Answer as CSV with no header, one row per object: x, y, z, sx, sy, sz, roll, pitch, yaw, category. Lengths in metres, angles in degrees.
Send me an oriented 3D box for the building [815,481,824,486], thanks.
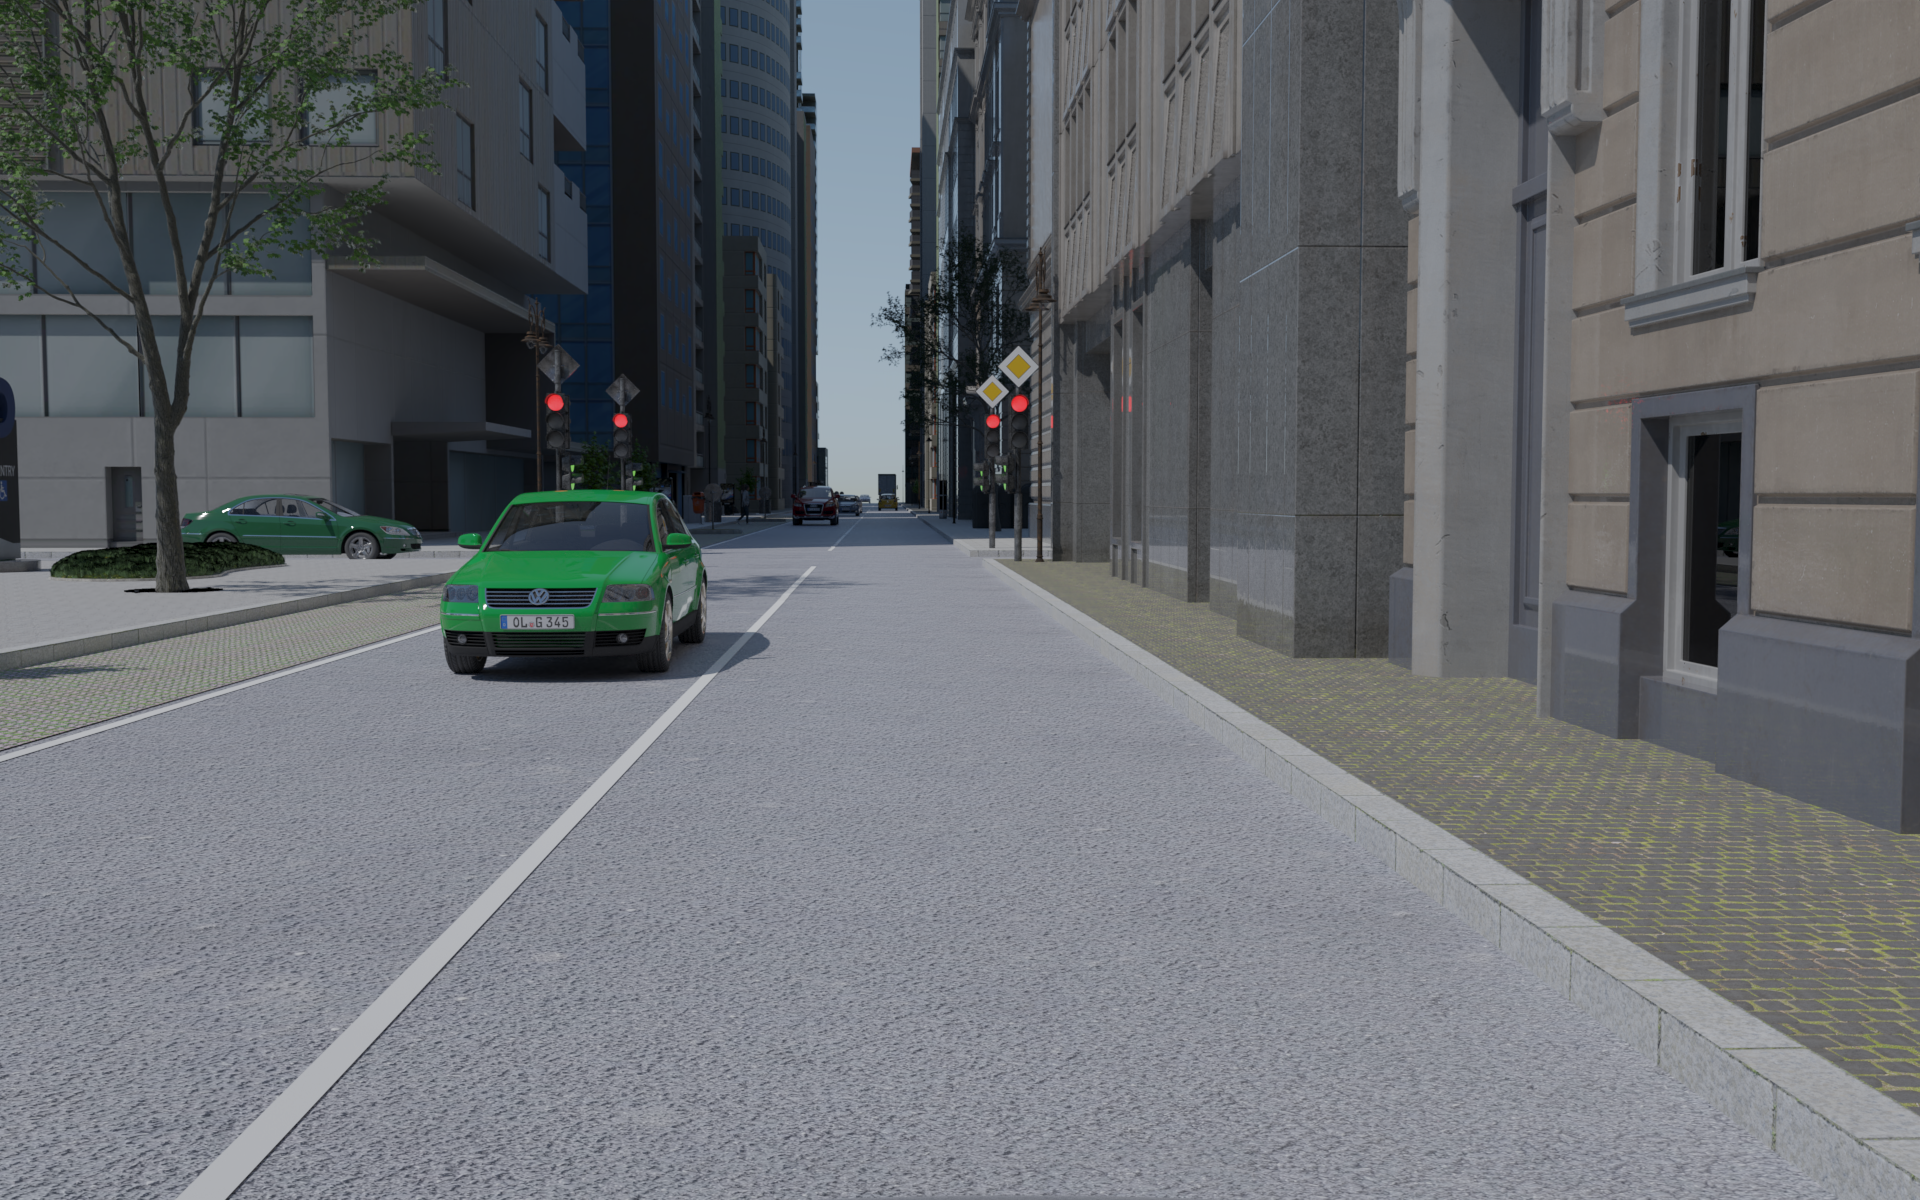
-34.076,-32.560,224.244,32.217,40.220,23.993,0,4,-2,building

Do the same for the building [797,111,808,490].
-23.178,-30.319,179.309,14.154,41.232,14.086,0,4,-2,building

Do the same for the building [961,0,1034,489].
7.297,-17.702,75.338,13.634,28.700,20.117,0,4,-2,building

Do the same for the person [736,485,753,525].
-10.093,-4.442,80.977,0.795,1.843,0.661,0,4,1,person

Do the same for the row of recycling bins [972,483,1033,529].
2.186,-3.510,64.497,3.534,1.692,1.069,1,4,10,row of recycling bins

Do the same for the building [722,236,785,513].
-27.943,-17.432,130.047,27.650,21.520,28.899,0,4,-2,building

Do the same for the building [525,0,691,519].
-20.315,-26.352,80.963,14.600,45.320,14.200,0,4,-2,building

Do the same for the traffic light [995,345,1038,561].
1.088,-2.690,32.909,0.839,4.253,0.868,0,4,-2,traffic light

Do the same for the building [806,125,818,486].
-24.283,-33.965,205.432,14.600,45.320,14.200,0,4,-2,building

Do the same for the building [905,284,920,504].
-0.597,-28.522,238.036,14.160,30.474,14.107,0,4,-2,building

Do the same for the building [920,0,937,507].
6.396,-38.870,177.522,21.231,58.520,28.212,0,4,-2,building

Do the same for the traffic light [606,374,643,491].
-7.860,-3.155,40.500,0.839,4.253,0.868,0,4,-2,traffic light

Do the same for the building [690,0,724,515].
-21.780,-25.661,103.146,14.154,41.232,14.086,0,4,-2,building

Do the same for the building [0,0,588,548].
-26.660,-28.281,51.642,28.713,52.752,27.495,0,4,-2,building

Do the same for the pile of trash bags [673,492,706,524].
-12.412,-3.906,73.617,3.447,1.369,1.912,1,4,13,pile of trash bags

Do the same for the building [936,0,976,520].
4.622,-19.751,100.424,11.434,29.767,29.804,0,4,-2,building

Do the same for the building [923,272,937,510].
10.953,-18.643,149.859,27.650,21.520,28.899,0,4,-2,building

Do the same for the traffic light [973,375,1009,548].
0.743,-3.178,40.887,0.839,4.253,0.868,0,4,-2,traffic light

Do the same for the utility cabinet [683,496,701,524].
-11.692,-3.952,75.775,0.306,1.237,1.020,2,4,25,utility cabinet

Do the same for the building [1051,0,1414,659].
8.170,-12.532,22.913,12.078,24.808,19.932,0,4,-2,building

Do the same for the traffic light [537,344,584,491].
-7.514,-2.667,32.522,0.839,4.253,0.868,0,4,-2,traffic light

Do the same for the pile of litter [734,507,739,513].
-15.317,-6.131,114.212,1.719,0.858,1.176,-2,4,-24,pile of litter

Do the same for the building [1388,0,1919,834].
9.886,-13.269,2.861,13.634,28.700,20.117,0,4,-2,building

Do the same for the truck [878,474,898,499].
-10.210,-15.600,243.972,2.839,4.237,11.283,0,4,-1,truck

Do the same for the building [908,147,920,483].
4.740,-34.332,215.952,22.147,44.769,28.867,0,4,-2,building

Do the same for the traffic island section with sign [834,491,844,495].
-16.977,-14.763,249.998,1.989,1.847,2.006,0,4,-2,traffic island section with sign

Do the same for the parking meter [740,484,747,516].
-12.775,-5.911,102.353,0.255,1.863,0.399,-3,4,-38,parking meter

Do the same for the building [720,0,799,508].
-26.030,-37.647,157.529,21.231,58.520,28.212,0,4,-2,building

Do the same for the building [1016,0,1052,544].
11.446,-13.276,45.944,19.941,23.489,11.050,0,4,-2,building

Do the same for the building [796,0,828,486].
-30.322,-57.398,251.132,22.319,86.520,31.000,0,4,-2,building

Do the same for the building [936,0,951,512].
5.248,-27.106,126.773,14.154,41.232,14.086,0,4,-2,building
